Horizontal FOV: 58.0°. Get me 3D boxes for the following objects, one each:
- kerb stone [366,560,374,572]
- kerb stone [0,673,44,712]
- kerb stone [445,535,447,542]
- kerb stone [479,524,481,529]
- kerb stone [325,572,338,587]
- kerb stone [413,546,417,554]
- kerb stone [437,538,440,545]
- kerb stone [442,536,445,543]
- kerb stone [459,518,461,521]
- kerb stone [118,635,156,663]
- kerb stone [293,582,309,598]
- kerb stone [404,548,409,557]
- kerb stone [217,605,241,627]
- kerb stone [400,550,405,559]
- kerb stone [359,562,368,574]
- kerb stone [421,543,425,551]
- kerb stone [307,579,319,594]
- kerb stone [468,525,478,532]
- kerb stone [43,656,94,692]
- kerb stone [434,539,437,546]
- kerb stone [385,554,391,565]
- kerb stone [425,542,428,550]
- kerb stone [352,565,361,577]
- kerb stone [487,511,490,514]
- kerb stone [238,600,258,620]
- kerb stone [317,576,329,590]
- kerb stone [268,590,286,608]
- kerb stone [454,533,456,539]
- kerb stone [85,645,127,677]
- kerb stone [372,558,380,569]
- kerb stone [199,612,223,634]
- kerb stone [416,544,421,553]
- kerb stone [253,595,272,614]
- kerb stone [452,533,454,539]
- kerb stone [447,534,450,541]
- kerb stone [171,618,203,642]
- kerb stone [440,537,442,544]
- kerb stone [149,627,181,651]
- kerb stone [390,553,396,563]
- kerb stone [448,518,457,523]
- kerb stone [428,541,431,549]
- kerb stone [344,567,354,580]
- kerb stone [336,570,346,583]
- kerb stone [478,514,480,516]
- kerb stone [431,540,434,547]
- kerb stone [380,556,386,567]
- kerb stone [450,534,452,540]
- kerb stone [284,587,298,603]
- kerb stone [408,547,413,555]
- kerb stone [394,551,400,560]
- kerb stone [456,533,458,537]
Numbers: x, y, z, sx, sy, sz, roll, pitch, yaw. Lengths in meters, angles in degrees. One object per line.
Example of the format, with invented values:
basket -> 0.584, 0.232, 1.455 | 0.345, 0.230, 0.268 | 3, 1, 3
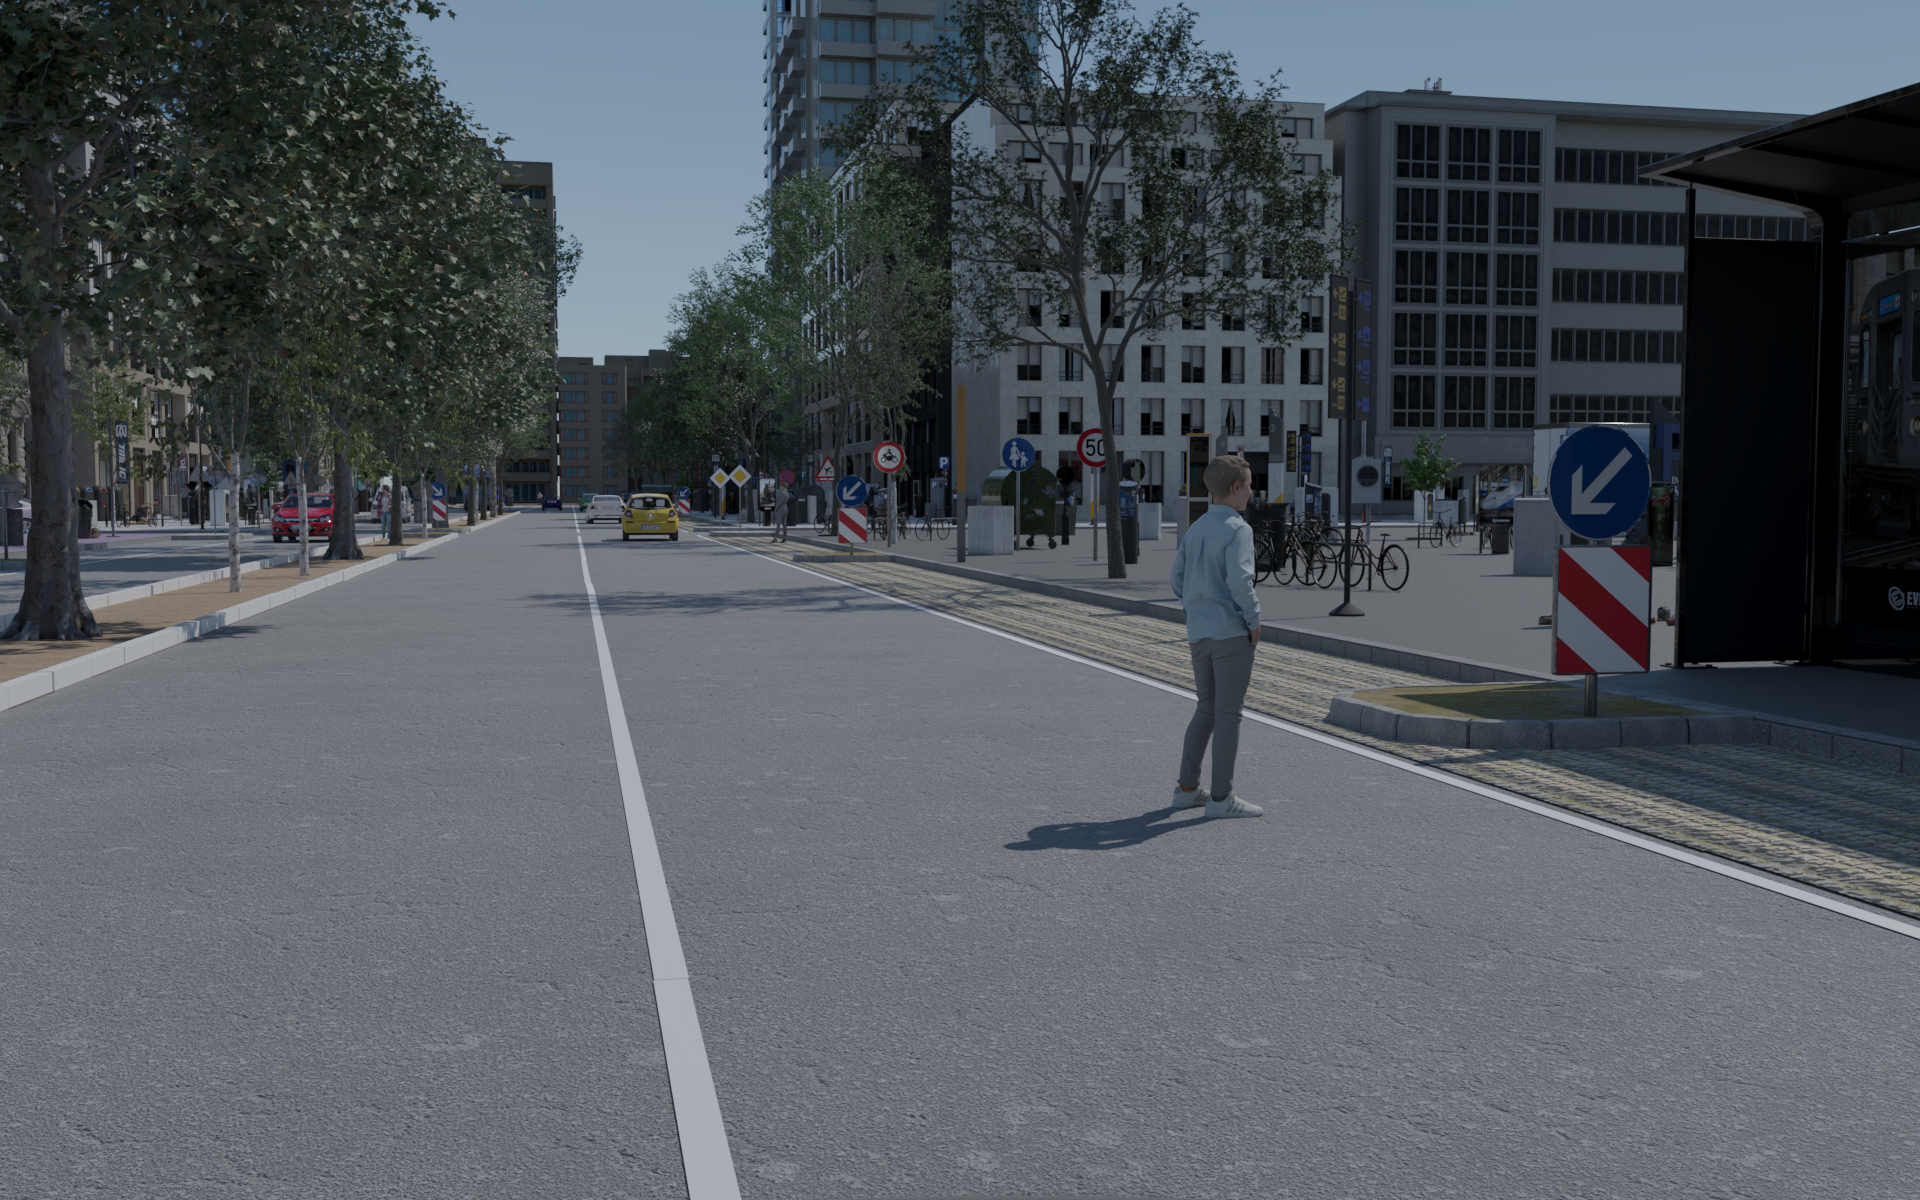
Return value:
kerb stone -> -10.993, -0.595, 32.003 | 0.120, 0.150, 1.000 | -1, 4, -13
kerb stone -> -6.505, 0.626, 12.009 | 0.120, 0.150, 1.000 | -1, 4, -13
kerb stone -> -15.279, -1.761, 51.025 | 0.120, 0.150, 1.000 | -1, 4, -13
kerb stone -> -19.429, -2.895, 69.531 | 0.120, 0.150, 1.000 | -1, 4, -13
kerb stone -> -9.872, -0.294, 27.009 | 0.120, 0.150, 1.000 | -1, 4, -13
kerb stone -> -13.017, -1.150, 41.013 | 0.120, 0.150, 1.000 | -1, 4, -13
kerb stone -> -14.595, -1.578, 48.020 | 0.120, 0.150, 1.000 | -1, 4, -13
kerb stone -> -15.052, -1.697, 50.023 | 0.120, 0.150, 1.000 | -1, 4, -13
kerb stone -> -26.213, -4.154, 90.112 | 0.120, 0.150, 1.000 | -1, 4, -13
kerb stone -> -7.176, 0.441, 15.008 | 0.120, 0.150, 1.000 | -1, 4, -13
kerb stone -> -9.194, -0.107, 24.007 | 0.120, 0.150, 1.000 | -1, 4, -13
kerb stone -> -12.572, -1.024, 39.016 | 0.120, 0.150, 1.000 | -1, 4, -13
kerb stone -> -8.073, 0.195, 19.009 | 0.120, 0.150, 1.000 | -1, 4, -13
kerb stone -> -12.354, -0.967, 38.009 | 0.120, 0.150, 1.000 | -1, 4, -13
kerb stone -> -10.774, -0.539, 31.003 | 0.120, 0.150, 1.000 | -1, 4, -13
kerb stone -> -13.466, -1.269, 43.013 | 0.120, 0.150, 1.000 | -1, 4, -13
kerb stone -> -9.425, -0.172, 25.002 | 0.120, 0.150, 1.000 | -1, 4, -13
kerb stone -> -18.984, -2.770, 67.536 | 0.120, 0.150, 1.000 | -1, 4, -13
kerb stone -> -6.722, 0.562, 13.007 | 0.120, 0.150, 1.000 | -1, 4, -13
kerb stone -> -14.374, -1.518, 47.019 | 0.120, 0.150, 1.000 | -1, 4, -13
kerb stone -> -11.666, -0.784, 35.013 | 0.120, 0.150, 1.000 | -1, 4, -13
kerb stone -> -13.688, -1.327, 44.010 | 0.120, 0.150, 1.000 | -1, 4, -13
kerb stone -> -10.543, -0.476, 30.007 | 0.120, 0.150, 1.000 | -1, 4, -13
kerb stone -> -34.982, -6.540, 129.122 | 0.120, 0.150, 1.000 | -1, 4, -13
kerb stone -> -8.294, 0.134, 20.007 | 0.120, 0.150, 1.000 | -1, 4, -13
kerb stone -> -9.648, -0.227, 26.000 | 0.120, 0.150, 1.000 | -1, 4, -13
kerb stone -> -8.746, 0.011, 22.012 | 0.120, 0.150, 1.000 | -1, 4, -13
kerb stone -> -16.173, -2.007, 55.017 | 0.120, 0.150, 1.000 | -1, 4, -13
kerb stone -> -6.950, 0.502, 14.004 | 0.120, 0.150, 1.000 | -1, 4, -13
kerb stone -> -11.224, -0.661, 33.013 | 0.120, 0.150, 1.000 | -1, 4, -13
kerb stone -> -7.852, 0.256, 18.012 | 0.120, 0.150, 1.000 | -1, 4, -13
kerb stone -> -13.242, -1.212, 42.015 | 0.120, 0.150, 1.000 | -1, 4, -13
kerb stone -> -8.523, 0.073, 21.006 | 0.120, 0.150, 1.000 | -1, 4, -13
kerb stone -> -15.948, -1.942, 54.017 | 0.120, 0.150, 1.000 | -1, 4, -13
kerb stone -> -15.494, -1.824, 52.024 | 0.120, 0.150, 1.000 | -1, 4, -13
kerb stone -> -7.632, 0.317, 17.010 | 0.120, 0.150, 1.000 | -1, 4, -13
kerb stone -> -14.825, -1.641, 49.026 | 0.120, 0.150, 1.000 | -1, 4, -13
kerb stone -> -7.404, 0.384, 16.007 | 0.120, 0.150, 1.000 | -1, 4, -13
kerb stone -> -11.902, -0.844, 36.007 | 0.120, 0.150, 1.000 | -1, 4, -13
kerb stone -> -25.533, -3.970, 87.108 | 0.120, 0.150, 1.000 | -1, 4, -13
kerb stone -> -13.919, -1.396, 45.014 | 0.120, 0.150, 1.000 | -1, 4, -13
kerb stone -> -10.316, -0.417, 29.007 | 0.120, 0.150, 1.000 | -1, 4, -13
kerb stone -> -10.102, -0.354, 28.005 | 0.120, 0.150, 1.000 | -1, 4, -13
kerb stone -> -32.061, -5.742, 116.115 | 0.120, 0.150, 1.000 | -1, 4, -13
kerb stone -> -14.150, -1.457, 46.022 | 0.120, 0.150, 1.000 | -1, 4, -13
kerb stone -> -11.444, -0.722, 34.015 | 0.120, 0.150, 1.000 | -1, 4, -13
kerb stone -> -15.720, -1.885, 53.021 | 0.120, 0.150, 1.000 | -1, 4, -13
kerb stone -> -8.971, -0.040, 23.010 | 0.120, 0.150, 1.000 | -1, 4, -13
kerb stone -> -12.797, -1.090, 40.013 | 0.120, 0.150, 1.000 | -1, 4, -13
kerb stone -> -12.125, -0.905, 37.014 | 0.120, 0.150, 1.000 | -1, 4, -13
kerb stone -> -16.390, -2.069, 56.016 | 0.120, 0.150, 1.000 | -1, 4, -13
